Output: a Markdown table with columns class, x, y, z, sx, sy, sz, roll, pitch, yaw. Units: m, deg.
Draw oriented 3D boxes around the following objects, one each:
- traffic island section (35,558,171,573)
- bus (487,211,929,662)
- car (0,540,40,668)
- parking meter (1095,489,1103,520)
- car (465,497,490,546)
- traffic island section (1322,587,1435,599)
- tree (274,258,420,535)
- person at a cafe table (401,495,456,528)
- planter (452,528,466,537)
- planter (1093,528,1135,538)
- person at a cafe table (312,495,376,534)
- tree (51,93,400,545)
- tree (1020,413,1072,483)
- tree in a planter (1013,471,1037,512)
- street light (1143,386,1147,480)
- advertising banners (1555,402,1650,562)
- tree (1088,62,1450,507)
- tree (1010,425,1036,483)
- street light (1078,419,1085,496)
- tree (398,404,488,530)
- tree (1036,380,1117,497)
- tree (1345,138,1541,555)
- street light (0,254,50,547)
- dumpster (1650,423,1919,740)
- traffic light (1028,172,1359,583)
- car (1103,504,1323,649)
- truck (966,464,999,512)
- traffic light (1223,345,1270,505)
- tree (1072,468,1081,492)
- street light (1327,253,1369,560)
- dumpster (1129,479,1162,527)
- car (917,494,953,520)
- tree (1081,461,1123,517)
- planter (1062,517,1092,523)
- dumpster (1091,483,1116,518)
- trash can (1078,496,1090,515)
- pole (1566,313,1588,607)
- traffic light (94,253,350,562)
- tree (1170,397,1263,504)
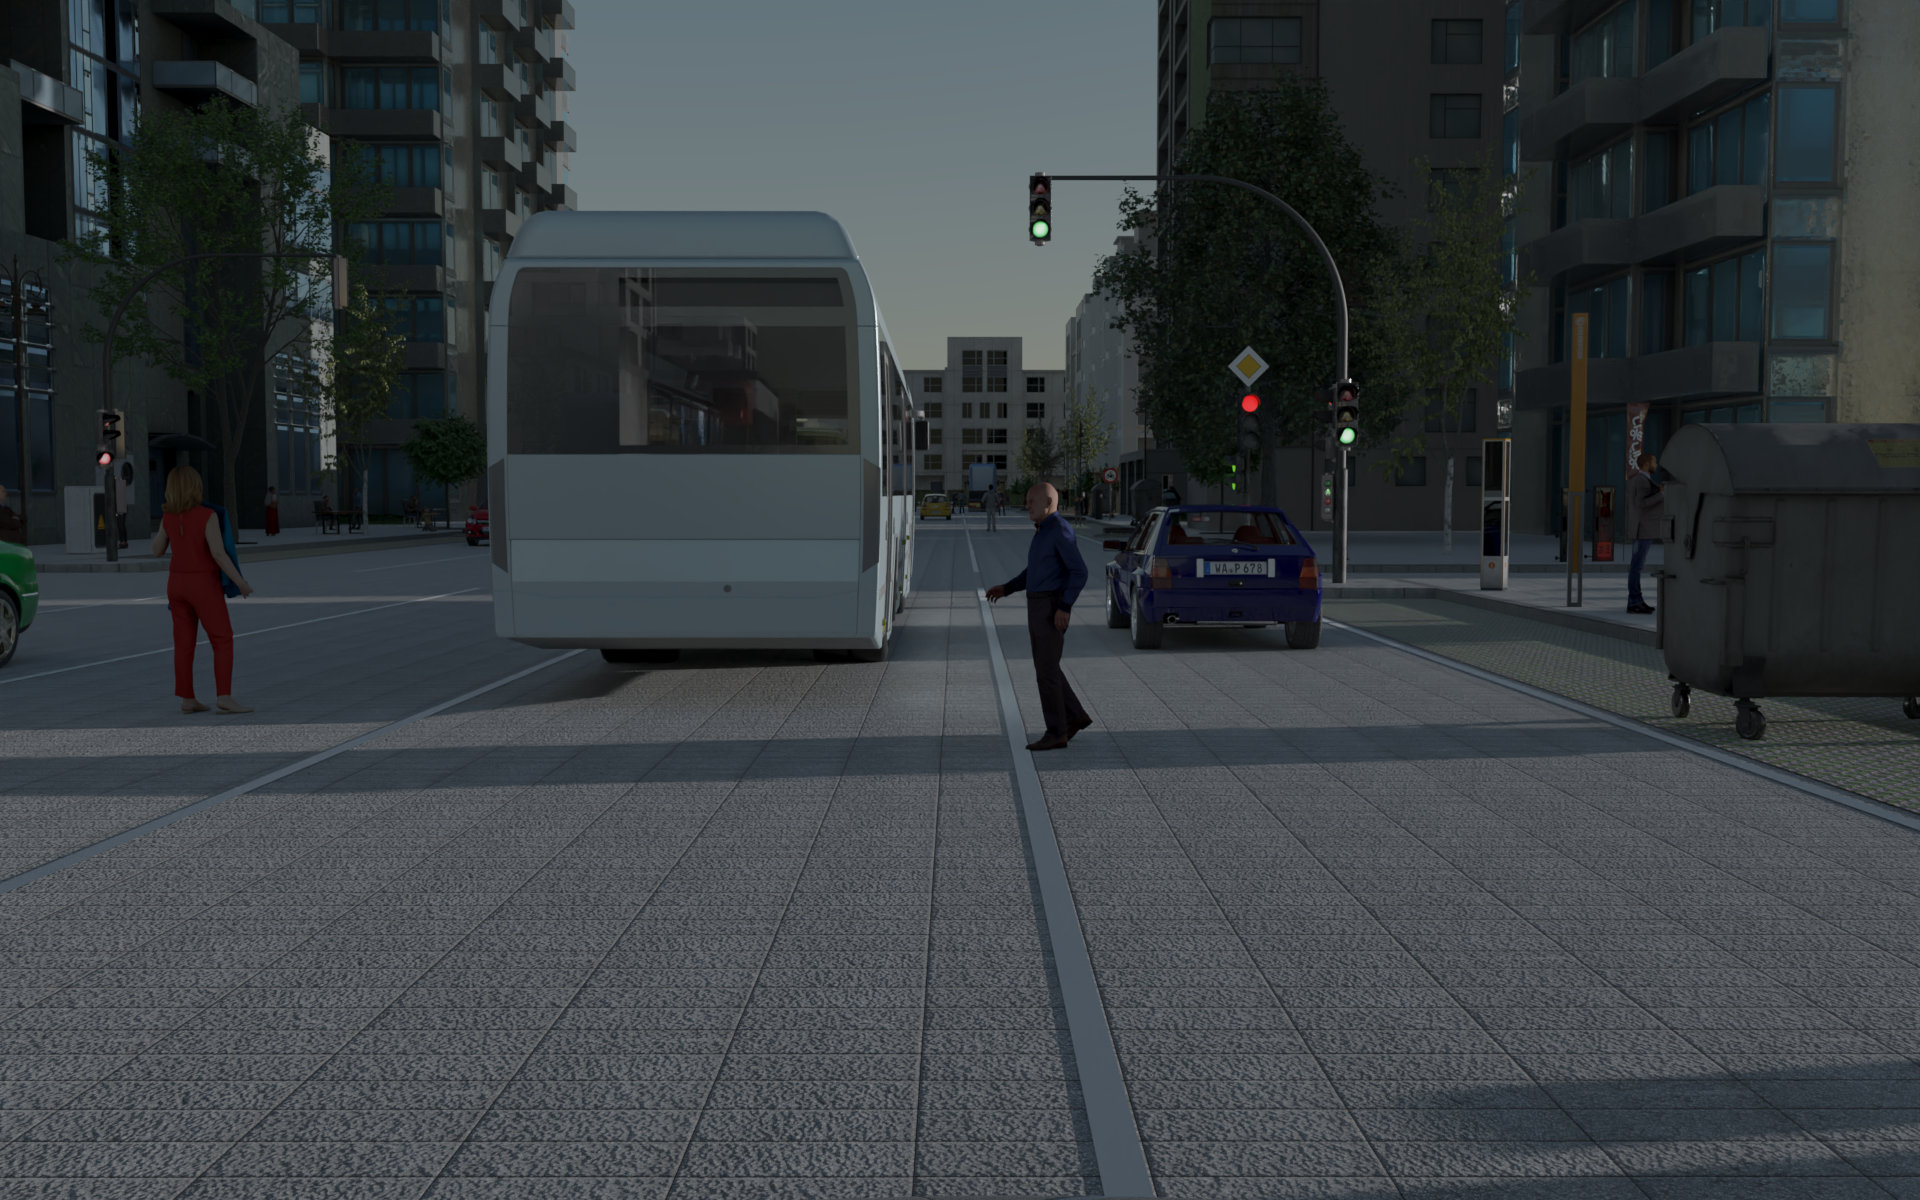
| class | x | y | z | sx | sy | sz | roll | pitch | yaw |
| --- | --- | --- | --- | --- | --- | --- | --- | --- | --- |
| traffic island section | -16.149 | -0.653 | 32.960 | 2.009 | 0.180 | 2.903 | 0 | 3 | 0 |
| bus | -1.852 | -1.409 | 17.898 | 2.948 | 3.499 | 13.247 | 0 | 4 | 0 |
| car | -8.754 | -0.245 | 12.795 | 1.959 | 1.807 | 4.718 | 0 | 4 | 1 |
| parking meter | 6.975 | -4.804 | 86.950 | 0.372 | 1.533 | 0.369 | 0 | 3 | 0 |
| car | -12.723 | -2.458 | 49.228 | 2.155 | 1.783 | 4.494 | 0 | 4 | 0 |
| traffic island section | 5.480 | -0.166 | 24.993 | 2.009 | 0.180 | 2.903 | 0 | 3 | 0 |
| tree | -18.737 | -6.335 | 53.942 | 4.737 | 8.622 | 4.395 | 0 | 3 | 0 |
| person at a cafe table | -20.413 | -3.374 | 66.025 | 1.726 | 1.238 | 1.698 | 1 | 4 | 14 |
| planter | -15.850 | -2.276 | 58.349 | 1.991 | 0.319 | 1.994 | 0 | 3 | 0 |
| planter | 5.438 | -2.232 | 57.637 | 1.991 | 0.319 | 1.994 | 0 | 3 | 0 |
| person at a cafe table | -20.153 | -2.760 | 55.992 | 1.726 | 1.238 | 1.698 | 2 | 4 | 32 |
| tree | -18.538 | -7.238 | 44.096 | 9.928 | 11.665 | 9.643 | 0 | 3 | 0 |
| tree | 7.754 | -12.515 | 154.987 | 4.360 | 8.622 | 3.978 | 0 | 3 | 0 |
| tree in a planter | 5.354 | -8.414 | 134.786 | 1.991 | 3.239 | 1.994 | 0 | 3 | 0 |
| street light | 7.496 | -5.951 | 70.086 | 0.468 | 5.910 | 1.993 | 0 | 3 | 0 |
| advertising banners | 12.191 | -2.240 | 32.820 | 2.074 | 3.025 | 0.090 | -1 | 4 | -19 |
| tree | 8.318 | -7.924 | 46.558 | 9.611 | 12.733 | 9.660 | 0 | 3 | 0 |
| tree | 7.369 | -14.325 | 184.568 | 4.737 | 8.622 | 4.395 | 0 | 3 | 0 |
| street light | 7.465 | -8.224 | 107.256 | 0.468 | 5.910 | 1.993 | 0 | 3 | 0 |
| tree | -18.680 | -4.849 | 62.997 | 4.285 | 4.588 | 4.351 | 0 | 3 | 0 |
| tree | 8.062 | -9.915 | 112.478 | 4.737 | 8.622 | 4.395 | 0 | 3 | 0 |
| tree | 10.307 | -5.278 | 36.653 | 4.737 | 8.622 | 4.395 | 0 | 3 | 0 |
| street light | -18.188 | -3.714 | 33.513 | 0.468 | 5.910 | 1.993 | 0 | 3 | 0 |
| dumpster | 5.295 | -0.139 | 10.491 | 1.865 | 1.857 | 1.264 | 0 | 4 | 2 |
| traffic light | 3.349 | -3.062 | 24.736 | 4.771 | 5.953 | 1.251 | 0 | 3 | 0 |
| car | 2.445 | -0.291 | 17.332 | 1.945 | 1.354 | 3.894 | 0 | 4 | -1 |
| truck | 1.959 | -9.629 | 147.191 | 2.967 | 4.110 | 18.799 | 0 | 4 | 1 |
| traffic light | 5.432 | -2.688 | 32.864 | 0.839 | 4.253 | 0.868 | 0 | 3 | 0 |
| tree | 7.604 | -6.571 | 102.030 | 1.663 | 3.219 | 1.824 | 0 | 3 | 0 |
| street light | 7.469 | -3.712 | 33.479 | 0.468 | 5.910 | 1.993 | 0 | 3 | 0 |
| dumpster | 7.377 | -3.817 | 68.159 | 1.264 | 1.857 | 1.865 | 0 | 4 | 0 |
| car | -1.374 | -5.269 | 96.370 | 2.015 | 1.641 | 3.980 | 0 | 4 | -2 |
| tree | 8.178 | -6.322 | 97.969 | 1.663 | 3.219 | 1.824 | 0 | 3 | 0 |
| planter | 5.404 | -3.896 | 84.834 | 1.991 | 0.319 | 1.994 | 0 | 3 | 0 |
| dumpster | 7.627 | -5.285 | 92.174 | 1.264 | 1.857 | 1.865 | 0 | 3 | 0 |
| trash can | 7.476 | -5.690 | 104.685 | 0.748 | 1.137 | 0.748 | 0 | 3 | 0 |
| pole | 6.998 | -1.578 | 19.641 | 0.158 | 3.312 | 0.155 | 0 | 3 | 0 |
| traffic light | -14.018 | -3.559 | 32.863 | 4.771 | 5.953 | 1.251 | 0 | 3 | 0 |
| tree | 8.367 | -4.413 | 55.858 | 4.285 | 4.588 | 4.351 | 0 | 3 | 0 |
